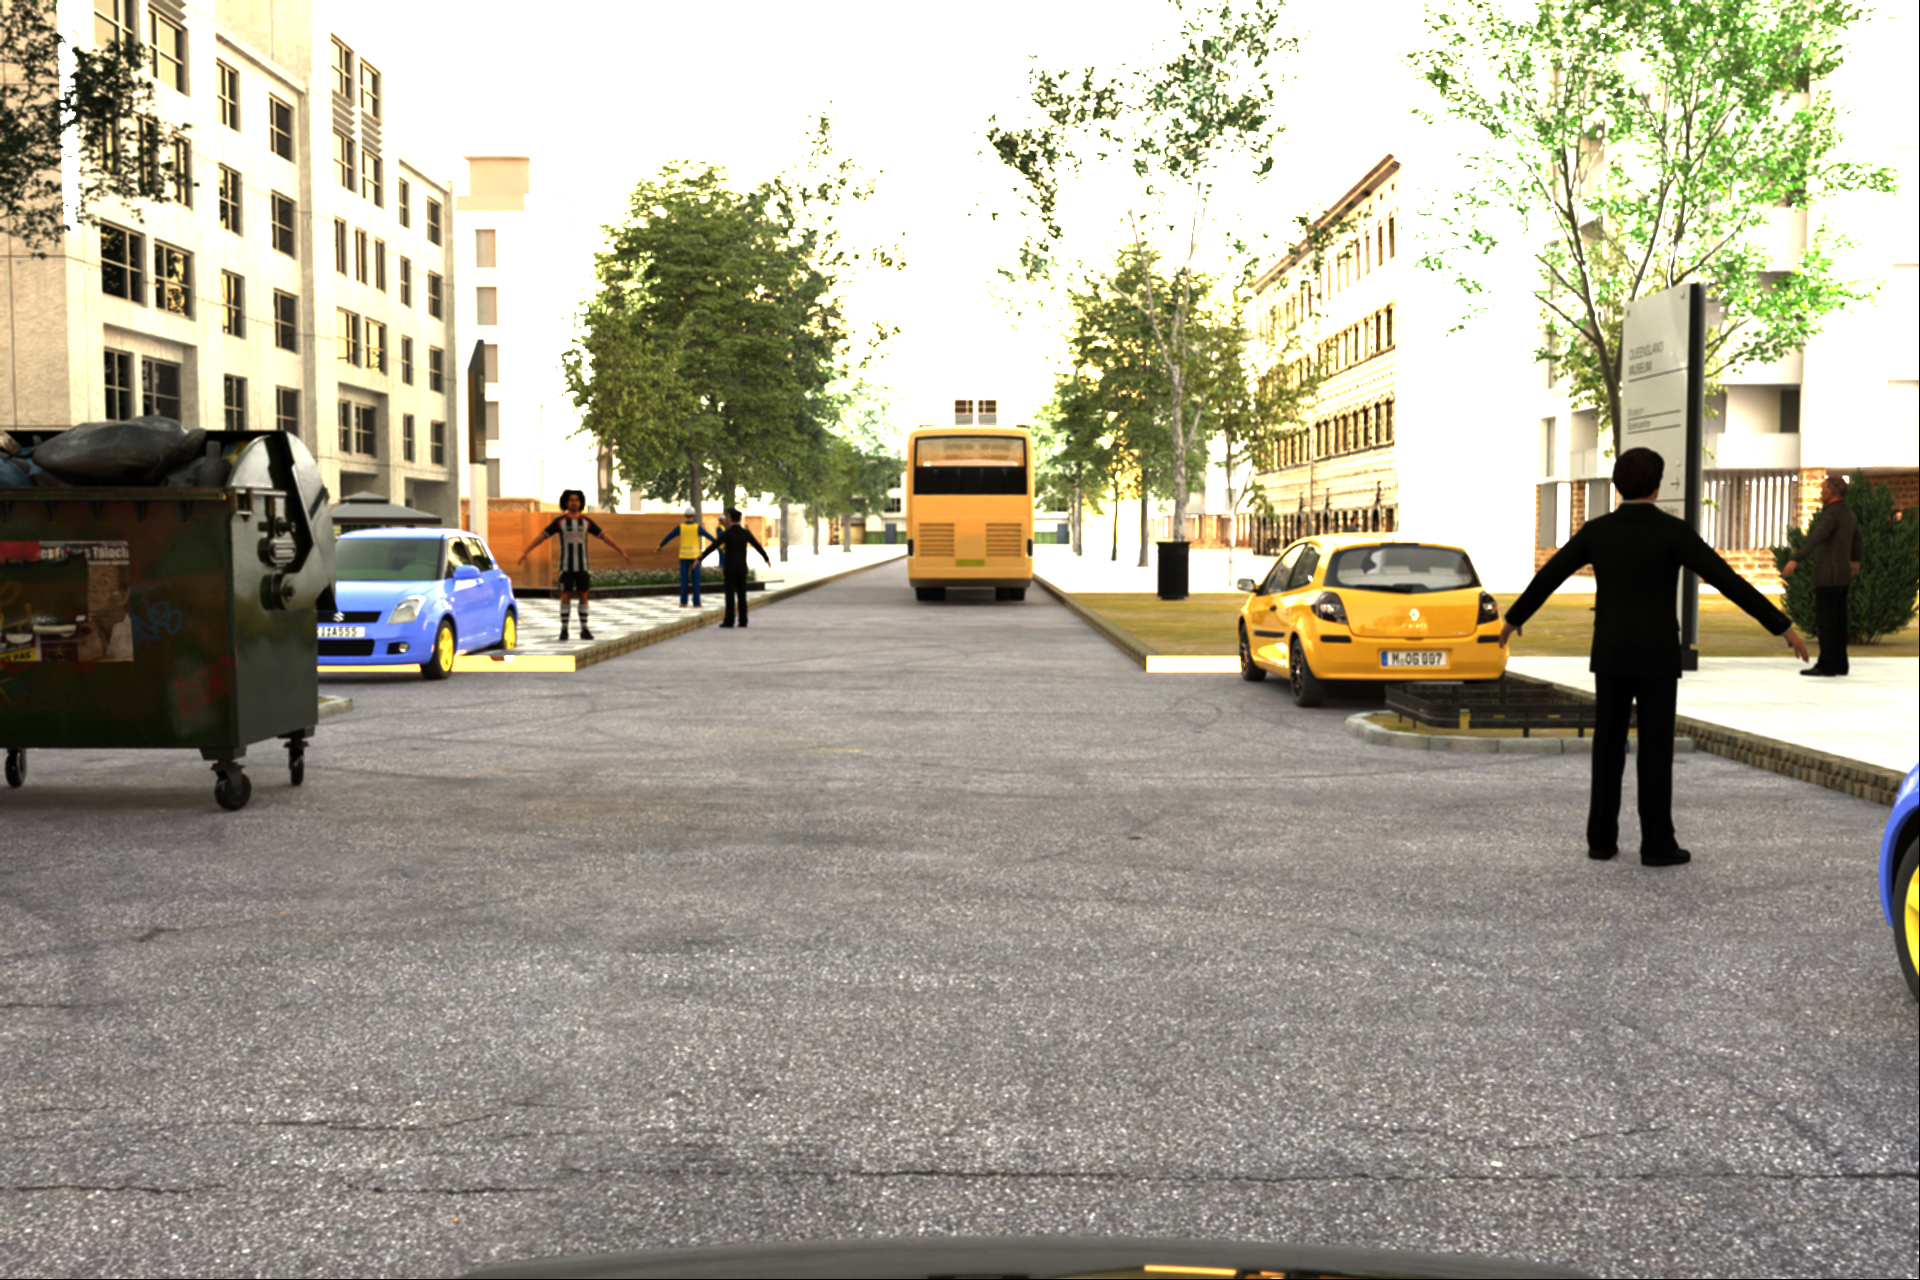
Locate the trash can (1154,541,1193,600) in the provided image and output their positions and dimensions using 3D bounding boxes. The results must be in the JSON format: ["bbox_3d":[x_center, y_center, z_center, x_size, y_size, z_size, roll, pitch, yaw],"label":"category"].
[{"bbox_3d":[4.148,-1.348,33.690,0.748,1.137,0.748,0,3,0],"label":"trash can"}]

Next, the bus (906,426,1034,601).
[{"bbox_3d":[0.251,-2.971,40.124,2.896,3.916,12.252,0,4,0],"label":"bus"}]

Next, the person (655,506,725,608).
[{"bbox_3d":[-4.722,-1.459,30.312,1.216,1.772,0.721,0,4,-5],"label":"person"}]

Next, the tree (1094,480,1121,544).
[{"bbox_3d":[18.792,-16.144,214.315,4.360,8.622,3.978,0,3,0],"label":"tree"}]

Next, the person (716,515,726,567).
[{"bbox_3d":[-6.783,-2.670,49.623,0.705,1.833,1.349,0,4,1],"label":"person"}]

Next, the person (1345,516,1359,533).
[{"bbox_3d":[11.520,-2.716,50.681,0.705,1.796,1.348,-1,4,-20],"label":"person"}]

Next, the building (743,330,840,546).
[{"bbox_3d":[-23.087,-21.957,189.928,19.493,23.208,18.063,0,4,0],"label":"building"}]

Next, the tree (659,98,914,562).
[{"bbox_3d":[-7.797,-13.526,77.046,12.611,20.169,13.585,0,3,0],"label":"tree"}]

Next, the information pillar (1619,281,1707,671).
[{"bbox_3d":[6.849,-1.569,16.977,0.184,3.620,1.656,0,4,0],"label":"information pillar"}]

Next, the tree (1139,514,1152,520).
[{"bbox_3d":[25.685,-18.058,213.382,7.486,12.596,7.792,0,3,0],"label":"tree"}]

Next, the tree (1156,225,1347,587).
[{"bbox_3d":[6.826,-5.593,41.801,4.737,8.622,4.395,0,3,0],"label":"tree"}]

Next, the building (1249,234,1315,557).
[{"bbox_3d":[27.232,-16.248,96.590,19.493,23.208,18.063,0,3,0],"label":"building"}]

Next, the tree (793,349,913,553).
[{"bbox_3d":[-7.869,-12.958,118.522,9.857,13.997,8.962,0,3,0],"label":"tree"}]

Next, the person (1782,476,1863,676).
[{"bbox_3d":[7.891,-0.584,15.725,1.348,1.807,0.705,-3,4,-39],"label":"person"}]

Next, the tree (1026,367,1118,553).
[{"bbox_3d":[7.494,-12.212,117.801,7.486,12.596,7.792,0,3,0],"label":"tree"}]

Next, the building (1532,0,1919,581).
[{"bbox_3d":[24.040,-12.153,55.116,16.016,20.090,11.380,0,4,1],"label":"building"}]

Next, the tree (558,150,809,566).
[{"bbox_3d":[-8.401,-8.196,52.124,7.486,12.596,7.792,0,3,0],"label":"tree"}]

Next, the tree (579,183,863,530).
[{"bbox_3d":[-8.426,-9.517,62.259,9.857,13.997,8.962,0,3,0],"label":"tree"}]

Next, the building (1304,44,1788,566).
[{"bbox_3d":[26.715,-15.061,77.169,19.493,23.208,18.063,0,4,1],"label":"building"}]

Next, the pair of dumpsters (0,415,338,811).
[{"bbox_3d":[-5.802,-0.268,9.325,4.436,2.255,1.574,0,4,0],"label":"pair of dumpsters"}]

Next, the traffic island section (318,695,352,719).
[{"bbox_3d":[-5.954,0.564,13.653,1.991,0.108,1.994,0,4,1],"label":"traffic island section"}]

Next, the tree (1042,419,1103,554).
[{"bbox_3d":[7.130,-9.803,110.643,4.360,8.622,3.978,0,3,0],"label":"tree"}]

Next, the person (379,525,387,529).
[{"bbox_3d":[-17.442,-2.857,52.565,0.705,1.847,1.347,-2,4,-23],"label":"person"}]

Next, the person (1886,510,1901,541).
[{"bbox_3d":[20.968,-1.997,38.792,1.346,1.812,0.704,-3,5,-44],"label":"person"}]

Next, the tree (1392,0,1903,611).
[{"bbox_3d":[11.050,-6.279,28.419,9.928,11.665,9.643,0,3,0],"label":"tree"}]

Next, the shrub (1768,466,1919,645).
[{"bbox_3d":[10.407,-0.991,20.239,1.661,2.075,1.752,0,3,0],"label":"shrub"}]

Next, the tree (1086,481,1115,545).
[{"bbox_3d":[17.662,-15.888,210.124,4.360,8.622,3.978,0,3,0],"label":"tree"}]

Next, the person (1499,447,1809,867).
[{"bbox_3d":[2.972,0.065,7.588,1.347,1.806,0.705,3,5,42],"label":"person"}]

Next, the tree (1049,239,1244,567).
[{"bbox_3d":[7.196,-9.141,67.586,7.486,12.596,7.792,0,3,0],"label":"tree"}]

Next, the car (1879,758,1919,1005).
[{"bbox_3d":[3.650,0.350,3.875,1.945,1.707,3.694,0,4,1],"label":"car"}]

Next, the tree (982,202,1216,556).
[{"bbox_3d":[8.104,-14.840,98.518,12.611,20.169,13.585,0,3,0],"label":"tree"}]

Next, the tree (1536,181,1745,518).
[{"bbox_3d":[14.106,-5.235,35.958,4.737,8.622,4.395,0,3,0],"label":"tree"}]

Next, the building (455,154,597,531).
[{"bbox_3d":[-26.092,-14.148,87.732,16.016,20.090,11.380,0,4,-1],"label":"building"}]

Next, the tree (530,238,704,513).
[{"bbox_3d":[-8.787,-5.740,44.203,4.737,8.622,4.395,0,3,0],"label":"tree"}]

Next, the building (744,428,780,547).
[{"bbox_3d":[-23.740,-19.025,167.474,16.016,20.090,11.380,0,4,1],"label":"building"}]

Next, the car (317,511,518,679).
[{"bbox_3d":[-5.891,-0.526,18.190,1.945,1.707,3.694,0,4,0],"label":"car"}]

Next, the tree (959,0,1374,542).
[{"bbox_3d":[6.287,-12.129,54.195,12.611,20.169,13.585,0,3,0],"label":"tree"}]

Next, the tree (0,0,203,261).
[{"bbox_3d":[-11.772,-5.013,16.374,8.767,10.594,7.601,-2,4,-34],"label":"tree"}]

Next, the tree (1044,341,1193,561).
[{"bbox_3d":[7.647,-9.032,82.088,7.601,10.594,8.767,-1,4,-10],"label":"tree"}]

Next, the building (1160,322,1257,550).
[{"bbox_3d":[23.115,-18.251,154.828,16.016,20.090,11.380,0,3,0],"label":"building"}]

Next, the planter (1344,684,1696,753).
[{"bbox_3d":[3.811,0.540,12.313,1.991,0.319,1.994,0,4,-1],"label":"planter"}]

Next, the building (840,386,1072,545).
[{"bbox_3d":[-1.759,-21.138,214.525,31.486,18.905,16.747,0,4,4],"label":"building"}]

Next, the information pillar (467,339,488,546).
[{"bbox_3d":[-5.741,-1.792,20.652,0.183,3.616,0.504,0,4,0],"label":"information pillar"}]

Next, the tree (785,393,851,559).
[{"bbox_3d":[-7.702,-8.481,89.030,4.737,8.622,4.395,0,3,0],"label":"tree"}]

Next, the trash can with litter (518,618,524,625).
[{"bbox_3d":[-6.428,-0.733,23.365,1.055,1.170,0.624,0,4,0],"label":"trash can with litter"}]

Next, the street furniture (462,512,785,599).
[{"bbox_3d":[-7.497,-1.907,38.041,9.812,1.723,11.010,2,4,28],"label":"street furniture"}]

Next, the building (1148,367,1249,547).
[{"bbox_3d":[24.863,-19.917,182.061,16.016,20.090,11.380,0,4,1],"label":"building"}]

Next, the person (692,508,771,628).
[{"bbox_3d":[-3.470,-1.116,26.639,1.347,1.837,0.705,-2,4,-35],"label":"person"}]

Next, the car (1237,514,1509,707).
[{"bbox_3d":[3.618,-0.339,15.764,2.015,1.641,3.980,0,4,0],"label":"car"}]

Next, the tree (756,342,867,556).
[{"bbox_3d":[-8.852,-11.237,101.859,7.486,12.596,7.792,0,3,0],"label":"tree"}]

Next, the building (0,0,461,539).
[{"bbox_3d":[-28.604,-11.497,54.441,16.747,18.905,31.486,0,4,0],"label":"building"}]

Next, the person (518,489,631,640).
[{"bbox_3d":[-4.692,-0.913,21.074,1.345,1.843,0.704,-1,4,-21],"label":"person"}]

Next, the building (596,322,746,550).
[{"bbox_3d":[-24.555,-17.639,144.818,16.016,20.090,11.380,0,4,0],"label":"building"}]
